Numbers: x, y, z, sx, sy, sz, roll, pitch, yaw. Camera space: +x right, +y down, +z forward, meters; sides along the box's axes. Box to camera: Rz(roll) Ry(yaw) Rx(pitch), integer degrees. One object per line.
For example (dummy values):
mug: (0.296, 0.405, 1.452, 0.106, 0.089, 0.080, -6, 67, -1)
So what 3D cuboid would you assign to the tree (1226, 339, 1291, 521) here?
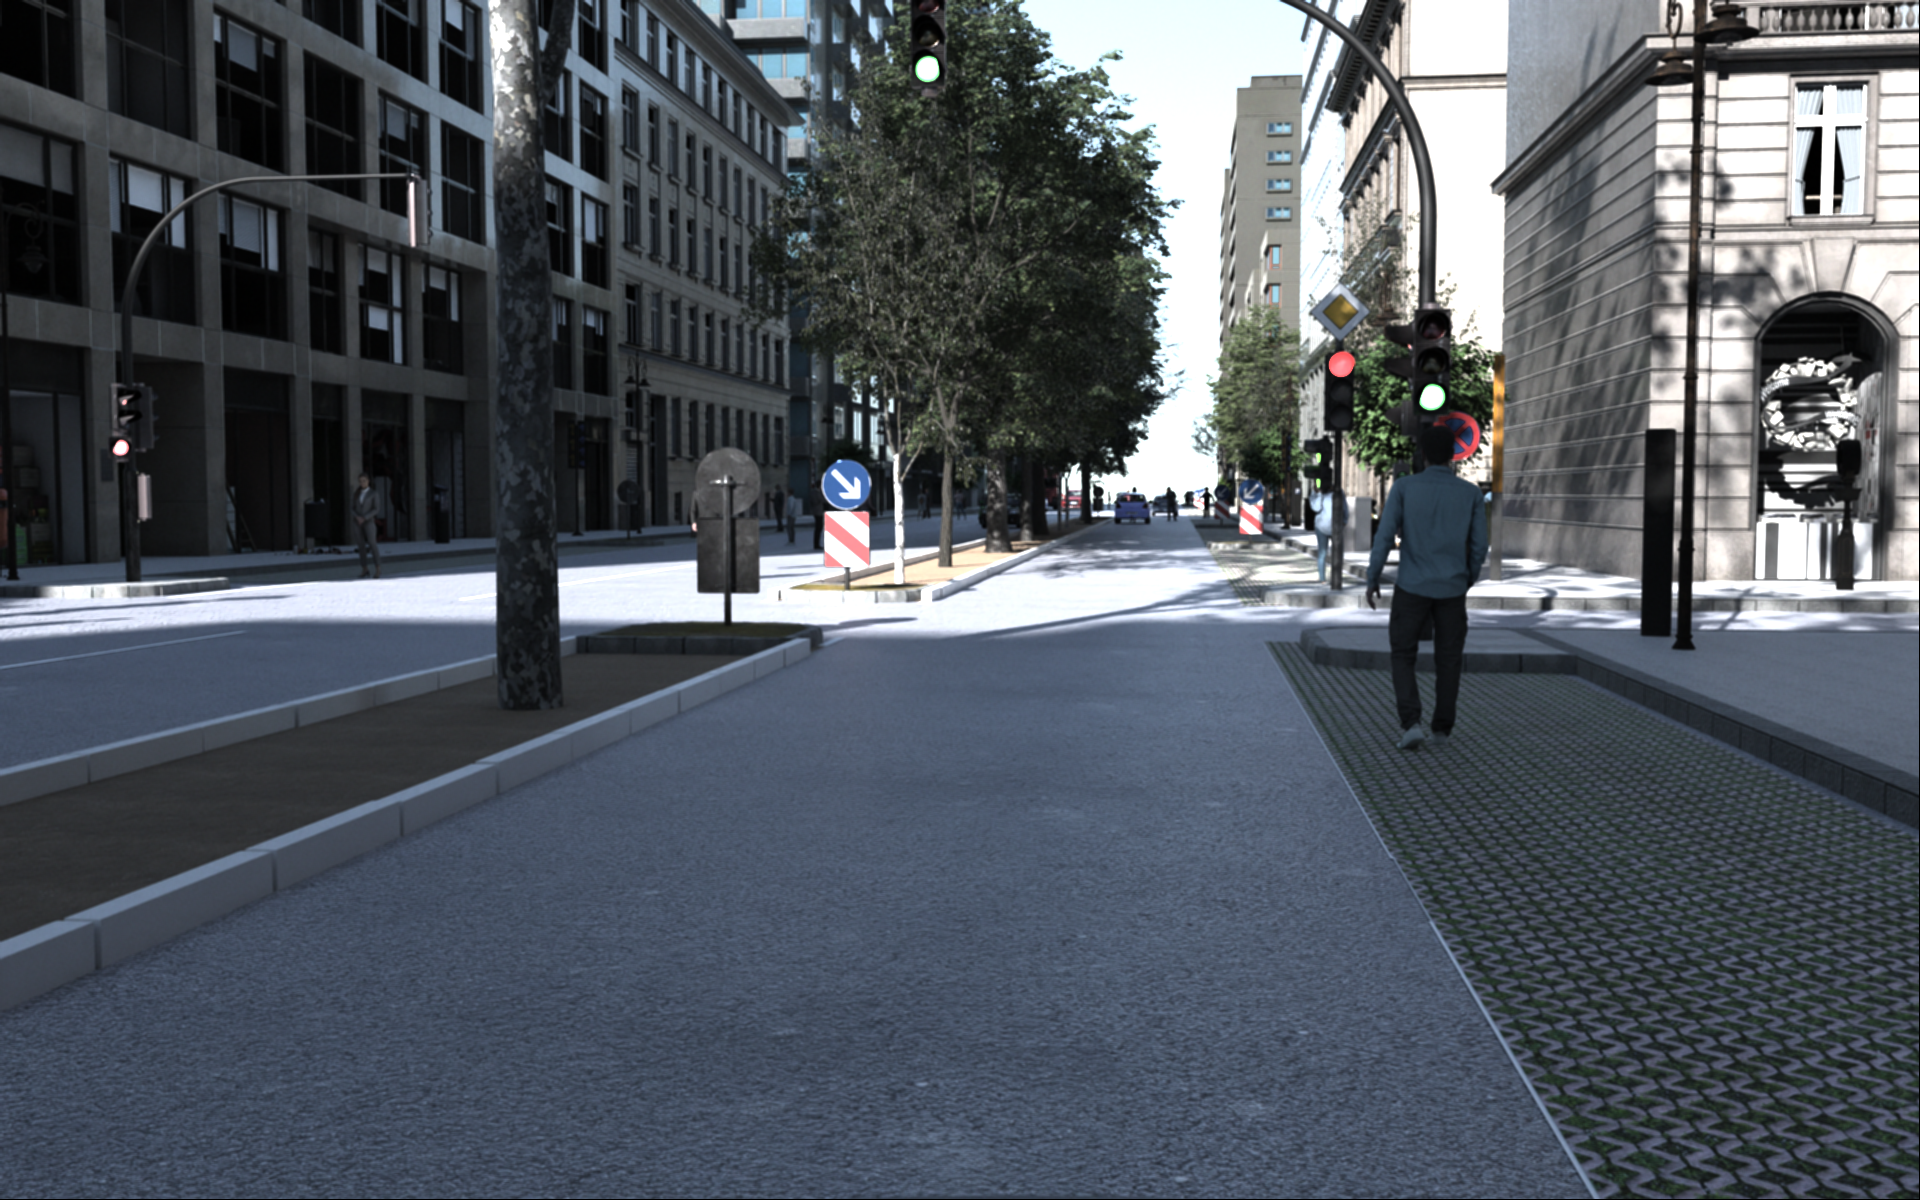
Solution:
tree: (14.674, -8.113, 83.014, 4.360, 8.622, 3.978, 0, 3, 0)

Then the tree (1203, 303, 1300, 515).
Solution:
tree: (17.984, -11.356, 103.790, 7.486, 12.596, 7.792, 0, 3, 0)

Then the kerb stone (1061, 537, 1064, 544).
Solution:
kerb stone: (2.782, -1.639, 48.986, 0.120, 0.150, 1.000, 0, 4, 7)

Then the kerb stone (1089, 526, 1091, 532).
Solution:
kerb stone: (4.675, -2.571, 64.239, 0.120, 0.150, 1.000, 0, 4, 7)

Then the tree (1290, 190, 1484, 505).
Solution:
tree: (10.338, -5.601, 41.933, 4.360, 8.622, 3.978, 0, 3, 0)

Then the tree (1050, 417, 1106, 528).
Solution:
tree: (4.485, -7.302, 72.201, 4.360, 8.622, 3.978, 0, 3, 0)

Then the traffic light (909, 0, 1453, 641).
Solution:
traffic light: (1.953, -2.483, 15.273, 4.771, 5.953, 1.251, 0, 4, 7)

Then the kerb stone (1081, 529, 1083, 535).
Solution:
kerb stone: (4.035, -2.261, 59.160, 0.120, 0.150, 1.000, 0, 4, 7)

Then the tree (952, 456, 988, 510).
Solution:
tree: (0.373, -9.826, 144.372, 4.285, 4.588, 4.351, 0, 3, 0)

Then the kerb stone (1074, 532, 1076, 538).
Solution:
kerb stone: (3.536, -2.012, 55.097, 0.120, 0.150, 1.000, 0, 4, 7)

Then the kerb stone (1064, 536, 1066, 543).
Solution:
kerb stone: (2.904, -1.701, 50.003, 0.120, 0.150, 1.000, 0, 4, 7)

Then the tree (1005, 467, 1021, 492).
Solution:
tree: (4.026, -11.769, 176.140, 4.285, 4.588, 4.351, 0, 3, 0)

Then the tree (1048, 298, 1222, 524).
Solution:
tree: (6.043, -10.330, 81.726, 12.009, 13.543, 11.850, 0, 3, 0)

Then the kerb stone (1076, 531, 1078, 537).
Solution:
kerb stone: (3.659, -2.070, 56.111, 0.120, 0.150, 1.000, 0, 4, 7)

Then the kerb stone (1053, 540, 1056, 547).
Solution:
kerb stone: (2.389, -1.452, 45.938, 0.120, 0.150, 1.000, 0, 4, 7)

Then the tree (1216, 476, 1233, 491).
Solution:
tree: (24.846, -10.401, 164.652, 1.663, 3.219, 1.824, 0, 3, 0)

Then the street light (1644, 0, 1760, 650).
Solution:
street light: (5.993, -2.531, 14.165, 0.468, 5.910, 1.993, 0, 4, 7)

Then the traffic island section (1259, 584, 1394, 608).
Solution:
traffic island section: (5.061, -0.056, 23.191, 2.009, 0.180, 2.903, 0, 4, 7)

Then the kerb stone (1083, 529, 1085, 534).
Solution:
kerb stone: (4.159, -2.322, 60.181, 0.120, 0.150, 1.000, 0, 4, 7)

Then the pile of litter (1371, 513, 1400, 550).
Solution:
pile of litter: (9.725, -1.603, 40.170, 1.176, 0.858, 1.719, -2, 4, -24)

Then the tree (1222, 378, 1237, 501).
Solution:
tree: (27.981, -16.632, 182.304, 12.009, 13.543, 11.850, 0, 3, 0)

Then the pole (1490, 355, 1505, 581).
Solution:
pole: (7.909, -1.935, 25.478, 0.158, 3.312, 0.155, 0, 3, 0)

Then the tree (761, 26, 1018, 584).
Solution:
tree: (-0.970, -4.542, 27.083, 4.360, 8.622, 3.978, 0, 3, 0)

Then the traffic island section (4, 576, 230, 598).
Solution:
traffic island section: (-12.099, -0.186, 25.315, 2.009, 0.180, 2.903, 0, 4, 7)

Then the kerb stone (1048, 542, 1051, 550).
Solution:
kerb stone: (2.136, -1.328, 43.906, 0.120, 0.150, 1.000, 0, 4, 7)

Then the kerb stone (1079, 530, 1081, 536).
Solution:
kerb stone: (3.903, -2.199, 58.147, 0.120, 0.150, 1.000, 0, 4, 7)

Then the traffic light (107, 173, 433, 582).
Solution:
traffic light: (-9.974, -3.076, 24.954, 4.771, 5.953, 1.251, 0, 4, 7)

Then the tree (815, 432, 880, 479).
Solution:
tree: (-5.932, -6.596, 91.563, 4.285, 4.588, 4.351, 0, 3, 0)

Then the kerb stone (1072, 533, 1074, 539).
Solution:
kerb stone: (3.407, -1.950, 54.077, 0.120, 0.150, 1.000, 0, 4, 7)

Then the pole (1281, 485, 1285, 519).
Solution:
pole: (16.551, -5.798, 88.636, 0.158, 3.312, 0.155, 0, 3, 0)

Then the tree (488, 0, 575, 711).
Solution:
tree: (-1.776, -9.274, 9.983, 12.611, 20.169, 13.585, 0, 3, 0)

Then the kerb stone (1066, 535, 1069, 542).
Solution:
kerb stone: (3.037, -1.763, 51.019, 0.120, 0.150, 1.000, 0, 4, 7)

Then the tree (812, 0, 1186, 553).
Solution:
tree: (0.942, -8.118, 41.846, 9.857, 13.997, 8.962, 0, 3, 0)

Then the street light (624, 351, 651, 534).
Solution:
street light: (-10.391, -5.085, 55.921, 0.468, 5.910, 1.993, 0, 4, 7)

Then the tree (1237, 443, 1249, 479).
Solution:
tree: (14.301, -5.802, 78.582, 4.285, 4.588, 4.351, 0, 3, 0)

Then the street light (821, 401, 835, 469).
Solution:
street light: (-6.547, -6.918, 85.899, 0.468, 5.910, 1.993, 0, 4, 7)

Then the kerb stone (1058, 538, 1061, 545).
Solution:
kerb stone: (2.648, -1.577, 47.973, 0.120, 0.150, 1.000, 0, 4, 7)

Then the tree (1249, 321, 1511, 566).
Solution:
tree: (8.254, -2.915, 31.380, 4.285, 4.588, 4.351, 0, 3, 0)

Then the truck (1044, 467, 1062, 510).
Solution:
truck: (8.044, -10.505, 160.663, 2.839, 4.237, 11.283, 0, 4, 5)

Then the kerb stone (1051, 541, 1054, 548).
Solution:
kerb stone: (2.276, -1.390, 44.922, 0.120, 0.150, 1.000, 0, 4, 7)

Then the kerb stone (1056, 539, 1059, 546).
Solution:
kerb stone: (2.523, -1.515, 46.959, 0.120, 0.150, 1.000, 0, 4, 7)

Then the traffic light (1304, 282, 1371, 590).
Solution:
traffic light: (5.022, -2.089, 23.082, 0.839, 4.253, 0.868, 0, 4, 7)

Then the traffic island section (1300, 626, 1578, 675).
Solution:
traffic island section: (4.079, 0.429, 15.266, 2.009, 0.180, 2.903, 0, 4, 7)

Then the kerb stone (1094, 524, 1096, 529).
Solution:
kerb stone: (5.168, -2.817, 68.303, 0.120, 0.150, 1.000, 0, 4, 7)

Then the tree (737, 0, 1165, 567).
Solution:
tree: (-0.356, -5.883, 33.063, 8.767, 10.594, 7.601, 0, 4, 7)

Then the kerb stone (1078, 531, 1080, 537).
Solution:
kerb stone: (3.781, -2.134, 57.132, 0.120, 0.150, 1.000, 0, 4, 7)

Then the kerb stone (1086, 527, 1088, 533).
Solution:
kerb stone: (4.414, -2.448, 62.212, 0.120, 0.150, 1.000, 0, 4, 7)

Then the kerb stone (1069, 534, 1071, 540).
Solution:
kerb stone: (3.157, -1.825, 52.034, 0.120, 0.150, 1.000, 0, 4, 7)

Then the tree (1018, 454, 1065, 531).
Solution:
tree: (3.875, -7.020, 67.601, 4.737, 8.622, 4.395, 0, 3, 0)

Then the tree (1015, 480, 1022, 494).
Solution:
tree: (7.236, -12.474, 198.552, 1.663, 3.219, 1.824, 0, 3, 0)

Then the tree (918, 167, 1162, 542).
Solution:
tree: (2.049, -7.976, 50.995, 7.486, 12.596, 7.792, 0, 3, 0)
